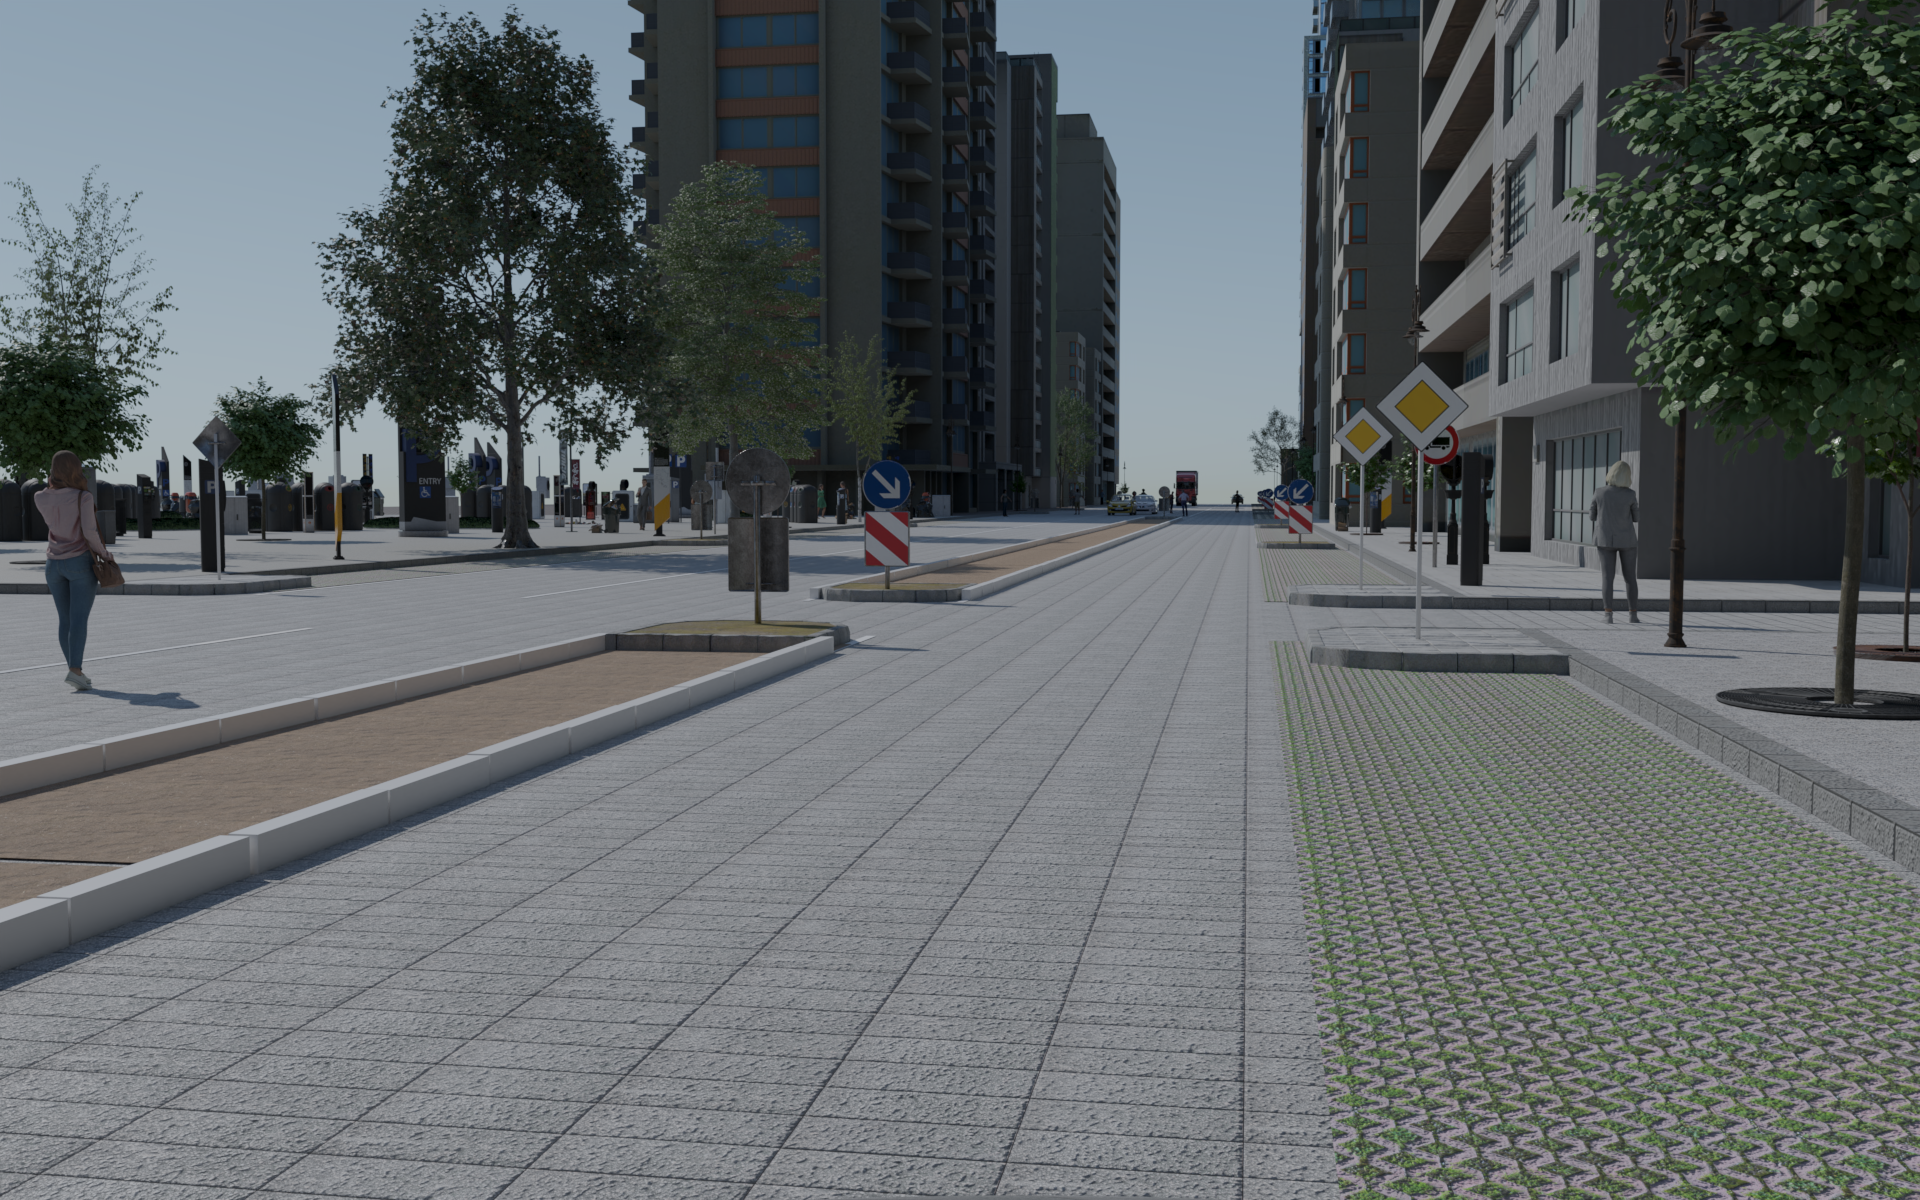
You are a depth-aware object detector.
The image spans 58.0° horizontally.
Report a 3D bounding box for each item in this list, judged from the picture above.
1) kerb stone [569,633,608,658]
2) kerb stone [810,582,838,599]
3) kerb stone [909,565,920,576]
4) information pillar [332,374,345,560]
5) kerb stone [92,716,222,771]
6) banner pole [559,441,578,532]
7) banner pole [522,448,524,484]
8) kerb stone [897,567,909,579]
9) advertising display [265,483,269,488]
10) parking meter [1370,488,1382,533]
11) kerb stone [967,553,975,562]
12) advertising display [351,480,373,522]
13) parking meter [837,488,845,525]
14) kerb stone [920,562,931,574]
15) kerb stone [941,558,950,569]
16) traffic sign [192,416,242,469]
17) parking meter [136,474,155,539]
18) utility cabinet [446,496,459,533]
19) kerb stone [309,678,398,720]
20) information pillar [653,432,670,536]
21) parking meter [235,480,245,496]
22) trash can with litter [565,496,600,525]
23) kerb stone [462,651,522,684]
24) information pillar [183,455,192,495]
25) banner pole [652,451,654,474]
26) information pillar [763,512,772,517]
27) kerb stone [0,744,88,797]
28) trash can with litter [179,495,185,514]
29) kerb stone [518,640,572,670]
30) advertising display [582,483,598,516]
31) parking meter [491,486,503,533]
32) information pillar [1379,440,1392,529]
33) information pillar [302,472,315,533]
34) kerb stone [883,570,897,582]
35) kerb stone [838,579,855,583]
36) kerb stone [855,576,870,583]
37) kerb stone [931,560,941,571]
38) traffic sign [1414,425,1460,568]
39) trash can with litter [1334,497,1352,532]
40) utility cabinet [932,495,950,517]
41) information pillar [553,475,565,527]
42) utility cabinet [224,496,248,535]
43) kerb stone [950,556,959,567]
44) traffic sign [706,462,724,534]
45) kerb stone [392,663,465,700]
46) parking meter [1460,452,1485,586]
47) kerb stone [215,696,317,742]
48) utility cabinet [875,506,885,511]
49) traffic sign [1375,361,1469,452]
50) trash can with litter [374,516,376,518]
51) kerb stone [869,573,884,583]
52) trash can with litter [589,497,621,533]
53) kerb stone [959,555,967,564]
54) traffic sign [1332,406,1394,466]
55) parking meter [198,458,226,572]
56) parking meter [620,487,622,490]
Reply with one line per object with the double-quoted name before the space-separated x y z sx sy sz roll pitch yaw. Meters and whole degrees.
"kerb stone" -3.353 0.411 15.471 0.120 0.150 1.000 1 4 9
"kerb stone" -1.907 -0.116 24.095 0.120 0.150 1.000 1 4 9
"kerb stone" -0.891 -0.487 30.162 0.120 0.150 1.000 1 4 9
"information pillar" -12.136 -2.593 33.749 0.183 3.616 0.504 -2 4 -26
"kerb stone" -4.367 0.783 9.400 0.120 0.150 1.000 1 4 9
"banner pole" -13.309 -4.196 58.615 0.863 3.779 0.401 3 5 40
"banner pole" -17.735 -4.862 69.509 0.863 3.779 0.401 1 4 14
"kerb stone" -1.057 -0.426 29.154 0.120 0.150 1.000 1 4 9
"advertising display" -39.523 -5.685 98.166 0.974 1.923 0.123 -2 4 -26
"parking meter" 13.733 -2.984 57.202 0.372 1.533 0.369 0 3 0
"kerb stone" 0.123 -0.858 36.216 0.120 0.150 1.000 1 4 9
"advertising display" -26.779 -4.424 77.551 0.123 1.923 0.974 3 5 44
"parking meter" -5.004 -3.940 72.831 0.372 1.533 0.369 0 3 0
"kerb stone" -0.714 -0.548 31.169 0.120 0.150 1.000 1 4 9
"kerb stone" -0.385 -0.671 33.191 0.120 0.150 1.000 1 4 9
"traffic sign" -11.084 -1.447 25.847 0.795 2.593 0.064 1 4 9
"parking meter" -23.550 -2.710 50.017 0.399 1.863 0.255 3 4 37
"utility cabinet" -16.913 -2.781 56.633 1.020 1.237 0.306 -3 5 -40
"kerb stone" -4.021 0.659 11.415 0.120 0.150 1.000 1 4 9
"information pillar" -9.041 -3.736 52.439 0.504 3.616 0.183 0 4 6
"parking meter" -29.059 -3.929 69.943 0.399 1.863 0.255 3 4 36
"trash can with litter" -16.041 -3.844 73.911 1.678 1.210 2.233 2 4 28
"kerb stone" -3.684 0.535 13.450 0.120 0.150 1.000 1 4 9
"information pillar" -46.001 -6.837 103.140 0.183 3.616 0.504 3 5 41
"banner pole" -17.812 -6.769 100.688 0.401 3.779 0.863 0 4 -3
"information pillar" -9.093 -4.728 81.802 0.304 2.012 0.304 -3 5 -39
"kerb stone" -4.532 0.845 8.391 0.120 0.150 1.000 1 4 9
"trash can with litter" -40.448 -4.848 90.324 2.233 1.210 1.678 3 4 37
"kerb stone" -3.516 0.473 14.461 0.120 0.150 1.000 1 4 9
"advertising display" -21.783 -5.919 101.984 0.974 1.923 0.123 1 4 23
"parking meter" -15.413 -3.014 57.691 0.372 1.533 0.369 0 3 0
"information pillar" 15.632 -4.427 63.743 0.504 3.616 0.183 1 4 22
"information pillar" -21.583 -3.232 57.341 0.304 2.012 0.304 -2 4 -35
"kerb stone" -1.230 -0.362 28.133 0.120 0.150 1.000 1 4 9
"kerb stone" -1.737 -0.175 25.103 0.120 0.150 1.000 1 4 9
"kerb stone" -1.566 -0.240 26.113 0.120 0.150 1.000 1 4 9
"kerb stone" -0.546 -0.611 32.179 0.120 0.150 1.000 1 4 9
"traffic sign" 8.299 -1.841 30.204 0.768 2.556 0.104 1 4 14
"trash can with litter" 13.217 -2.949 59.596 0.624 1.170 1.055 0 4 6
"utility cabinet" -1.056 -5.293 97.702 1.020 1.237 0.306 0 4 0
"information pillar" -15.472 -3.813 66.841 0.304 2.012 0.304 1 4 23
"utility cabinet" -23.041 -2.660 54.652 1.020 1.237 0.306 -3 4 -38
"kerb stone" -0.209 -0.734 34.198 0.120 0.150 1.000 1 4 9
"traffic sign" -7.814 -3.246 55.194 0.606 2.300 0.079 1 4 13
"kerb stone" -3.855 0.597 12.430 0.120 0.150 1.000 1 4 9
"parking meter" 7.187 -1.136 24.284 0.255 1.863 0.399 2 4 27
"kerb stone" -4.202 0.723 10.409 0.120 0.150 1.000 1 4 9
"utility cabinet" -4.008 -4.955 92.170 1.020 1.237 0.306 1 4 17
"traffic sign" 4.061 -0.796 15.206 0.795 2.593 0.064 1 4 9
"trash can with litter" -30.443 -4.718 88.530 1.055 1.170 0.624 -3 4 -37
"kerb stone" -1.393 -0.301 27.120 0.120 0.150 1.000 1 4 9
"trash can with litter" -11.659 -2.776 56.783 1.055 1.170 0.624 0 4 8
"kerb stone" -0.044 -0.796 35.208 0.120 0.150 1.000 1 4 9
"traffic sign" 5.379 -1.278 23.082 0.795 2.593 0.064 1 4 9
"parking meter" -12.326 -1.399 28.585 0.399 1.863 0.255 -2 4 -27
"parking meter" -19.966 -5.933 102.709 0.399 1.863 0.255 0 4 -3
